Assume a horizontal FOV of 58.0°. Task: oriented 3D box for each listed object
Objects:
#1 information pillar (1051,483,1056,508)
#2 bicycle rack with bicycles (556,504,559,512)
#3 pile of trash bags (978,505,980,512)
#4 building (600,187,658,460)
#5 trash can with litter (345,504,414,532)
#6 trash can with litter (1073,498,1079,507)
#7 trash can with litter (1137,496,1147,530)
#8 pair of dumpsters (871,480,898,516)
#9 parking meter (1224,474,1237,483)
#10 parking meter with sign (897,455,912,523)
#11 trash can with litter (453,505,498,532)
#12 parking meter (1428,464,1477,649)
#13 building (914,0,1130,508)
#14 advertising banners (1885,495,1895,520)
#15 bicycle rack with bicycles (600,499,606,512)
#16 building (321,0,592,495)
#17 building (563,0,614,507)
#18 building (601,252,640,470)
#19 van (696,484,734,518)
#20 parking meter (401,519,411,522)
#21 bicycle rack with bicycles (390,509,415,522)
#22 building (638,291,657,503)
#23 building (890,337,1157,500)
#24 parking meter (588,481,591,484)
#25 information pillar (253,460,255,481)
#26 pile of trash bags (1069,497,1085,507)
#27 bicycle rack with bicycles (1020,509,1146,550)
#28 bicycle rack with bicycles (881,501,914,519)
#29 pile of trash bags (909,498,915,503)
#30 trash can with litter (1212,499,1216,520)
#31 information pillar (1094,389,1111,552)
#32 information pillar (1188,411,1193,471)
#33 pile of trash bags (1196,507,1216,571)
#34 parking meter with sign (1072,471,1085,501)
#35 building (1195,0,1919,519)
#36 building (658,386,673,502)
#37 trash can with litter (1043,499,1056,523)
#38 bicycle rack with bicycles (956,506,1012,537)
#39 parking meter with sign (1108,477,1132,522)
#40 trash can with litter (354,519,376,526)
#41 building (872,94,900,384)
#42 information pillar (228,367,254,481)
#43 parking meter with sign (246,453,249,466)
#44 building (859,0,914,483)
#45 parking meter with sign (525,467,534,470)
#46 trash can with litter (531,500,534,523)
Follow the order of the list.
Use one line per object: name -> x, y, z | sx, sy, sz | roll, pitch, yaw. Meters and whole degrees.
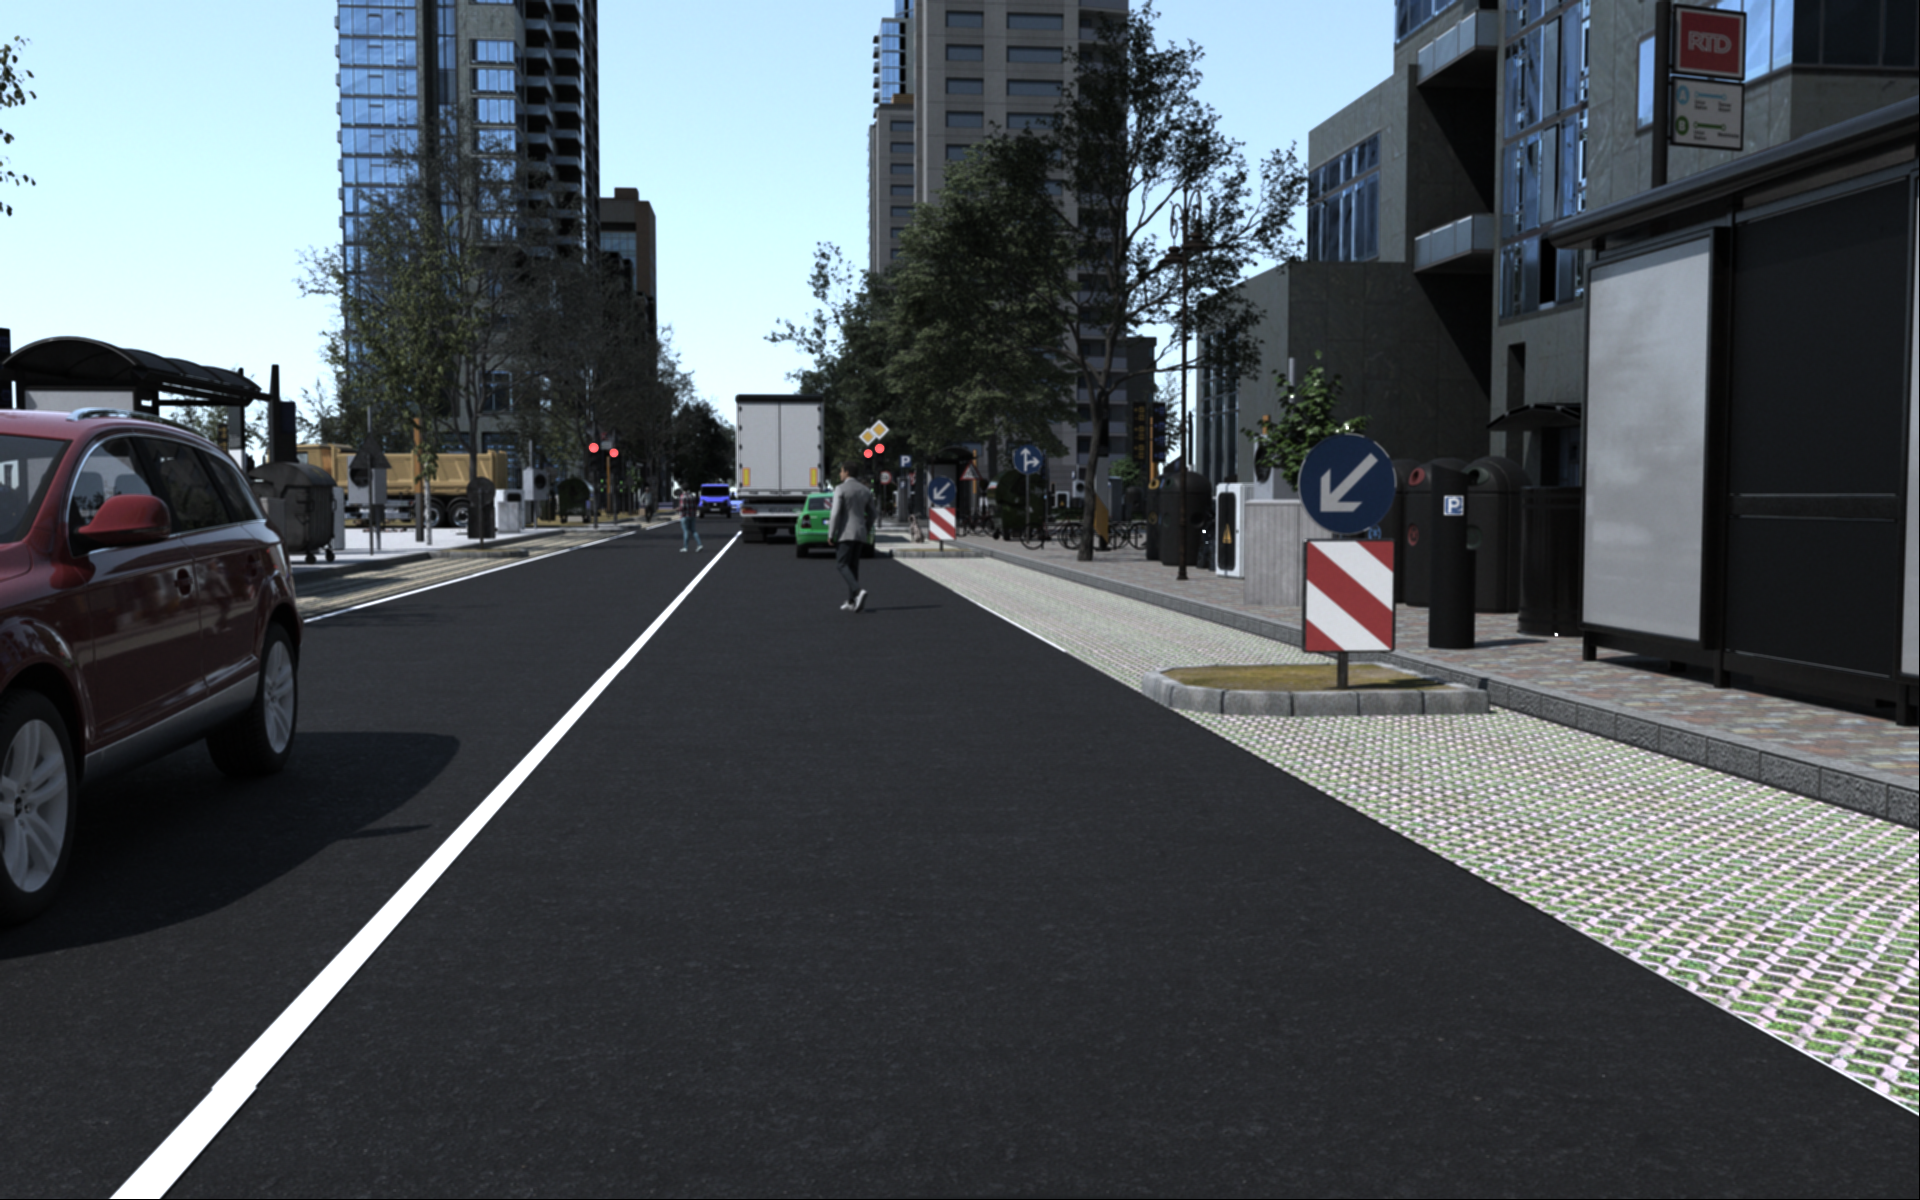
information pillar -> 6.052, -6.596, 112.335 | 0.304, 2.012, 0.304 | 1, 4, 9
bicycle rack with bicycles -> -29.317, -6.567, 120.746 | 2.925, 0.926, 2.852 | 0, 4, 6
pile of trash bags -> 2.841, -7.238, 128.096 | 1.912, 1.369, 3.447 | 2, 4, 31
building -> -52.240, -37.068, 256.166 | 14.600, 45.320, 14.200 | 0, 4, -6
trash can with litter -> -19.406, -2.926, 58.899 | 1.678, 1.210, 2.233 | 3, 4, 37
trash can with litter -> 7.470, -6.491, 117.183 | 2.233, 1.210, 1.678 | -1, 4, -10
trash can with litter -> 7.337, -3.202, 63.404 | 2.233, 1.210, 1.678 | 0, 4, 0
pair of dumpsters -> -4.340, -6.030, 101.088 | 1.574, 2.255, 4.437 | 0, 4, -6
parking meter -> 7.914, -2.759, 50.826 | 0.399, 1.863, 0.255 | 0, 4, 5
parking meter with sign -> -2.569, -5.028, 78.475 | 0.543, 3.016, 1.738 | -1, 4, -9
trash can with litter -> -16.315, -2.955, 59.378 | 1.678, 1.210, 2.233 | -3, 5, -43
parking meter -> 4.107, -0.368, 14.431 | 0.372, 1.533, 0.369 | 0, 3, 0
building -> 5.909, -38.624, 173.498 | 21.231, 58.520, 28.212 | 0, 4, -6
advertising banners -> 8.200, -1.106, 14.266 | 0.090, 3.025, 2.074 | 0, 4, -3
bicycle rack with bicycles -> -24.328, -6.621, 121.637 | 2.852, 0.926, 2.925 | 0, 4, -5
building -> -44.997, -51.724, 158.355 | 22.319, 86.520, 31.000 | 0, 4, -6
building -> -47.069, -45.671, 184.967 | 20.563, 71.187, 20.611 | 0, 4, -6
building -> -45.880, -26.426, 203.762 | 14.160, 30.474, 14.107 | 0, 4, -6
van -> -14.665, -6.077, 103.745 | 2.240, 2.365, 5.245 | 0, 4, -8
parking meter -> -25.121, -4.451, 78.483 | 0.399, 1.863, 0.255 | -3, 5, -44
bicycle rack with bicycles -> -25.613, -4.167, 81.505 | 2.852, 0.926, 2.925 | 3, 4, 36
building -> -50.033, -28.804, 242.647 | 14.160, 30.474, 14.107 | 0, 4, -6
building -> 6.329, -21.914, 203.336 | 27.650, 21.520, 28.899 | 0, 4, -6
parking meter -> -17.019, -4.470, 78.803 | 0.399, 1.863, 0.255 | 1, 4, 13
information pillar -> -41.239, -6.686, 100.674 | 0.504, 3.616, 0.183 | -2, 4, -30
pile of trash bags -> 8.681, -6.818, 121.228 | 1.912, 1.369, 3.447 | -1, 4, -19
bicycle rack with bicycles -> 3.158, -1.664, 40.591 | 2.925, 0.926, 2.852 | 1, 4, 23
bicycle rack with bicycles -> -2.596, -4.664, 89.637 | 2.852, 0.926, 2.925 | -2, 4, -31
pile of trash bags -> -4.575, -7.848, 138.062 | 3.447, 1.369, 1.912 | 0, 4, -3
trash can with litter -> 5.357, -1.495, 35.831 | 0.624, 1.170, 1.055 | 1, 4, 11
information pillar -> 3.147, -2.893, 38.653 | 0.183, 3.616, 0.504 | 3, 5, 43
information pillar -> 6.550, -3.540, 49.232 | 0.183, 3.616, 0.504 | 1, 4, 14
pile of trash bags -> 5.737, -1.199, 29.361 | 3.447, 1.369, 1.912 | 1, 4, 9
parking meter with sign -> 9.560, -8.392, 133.462 | 1.738, 3.016, 0.543 | -1, 4, -15
building -> 20.684, -44.591, 41.728 | 22.319, 86.520, 31.000 | 0, 4, -6
building -> -60.926, -26.484, 278.051 | 27.650, 21.520, 28.899 | 0, 4, -6
trash can with litter -> 3.719, -3.968, 76.264 | 0.624, 1.170, 1.055 | 3, 5, 43
bicycle rack with bicycles -> 1.084, -2.434, 53.182 | 2.925, 0.926, 2.852 | 0, 4, -5
parking meter with sign -> 6.726, -4.844, 75.462 | 1.738, 3.016, 0.543 | -3, 4, -37
trash can with litter -> -24.069, -3.606, 70.352 | 0.624, 1.170, 1.055 | 1, 4, 21
building -> -2.669, -44.060, 262.376 | 21.231, 58.520, 28.212 | 0, 4, -6
information pillar -> -13.454, -2.503, 32.272 | 0.504, 3.616, 0.183 | 3, 5, 40
parking meter with sign -> -31.121, -4.724, 73.491 | 0.543, 3.016, 1.738 | 3, 4, 37
building -> -6.690, -59.865, 291.470 | 22.319, 86.520, 31.000 | 0, 4, -6
parking meter with sign -> -27.492, -7.070, 111.848 | 0.543, 3.016, 1.738 | 0, 4, 5
trash can with litter -> -19.214, -4.006, 76.878 | 0.624, 1.170, 1.055 | -3, 4, -37
